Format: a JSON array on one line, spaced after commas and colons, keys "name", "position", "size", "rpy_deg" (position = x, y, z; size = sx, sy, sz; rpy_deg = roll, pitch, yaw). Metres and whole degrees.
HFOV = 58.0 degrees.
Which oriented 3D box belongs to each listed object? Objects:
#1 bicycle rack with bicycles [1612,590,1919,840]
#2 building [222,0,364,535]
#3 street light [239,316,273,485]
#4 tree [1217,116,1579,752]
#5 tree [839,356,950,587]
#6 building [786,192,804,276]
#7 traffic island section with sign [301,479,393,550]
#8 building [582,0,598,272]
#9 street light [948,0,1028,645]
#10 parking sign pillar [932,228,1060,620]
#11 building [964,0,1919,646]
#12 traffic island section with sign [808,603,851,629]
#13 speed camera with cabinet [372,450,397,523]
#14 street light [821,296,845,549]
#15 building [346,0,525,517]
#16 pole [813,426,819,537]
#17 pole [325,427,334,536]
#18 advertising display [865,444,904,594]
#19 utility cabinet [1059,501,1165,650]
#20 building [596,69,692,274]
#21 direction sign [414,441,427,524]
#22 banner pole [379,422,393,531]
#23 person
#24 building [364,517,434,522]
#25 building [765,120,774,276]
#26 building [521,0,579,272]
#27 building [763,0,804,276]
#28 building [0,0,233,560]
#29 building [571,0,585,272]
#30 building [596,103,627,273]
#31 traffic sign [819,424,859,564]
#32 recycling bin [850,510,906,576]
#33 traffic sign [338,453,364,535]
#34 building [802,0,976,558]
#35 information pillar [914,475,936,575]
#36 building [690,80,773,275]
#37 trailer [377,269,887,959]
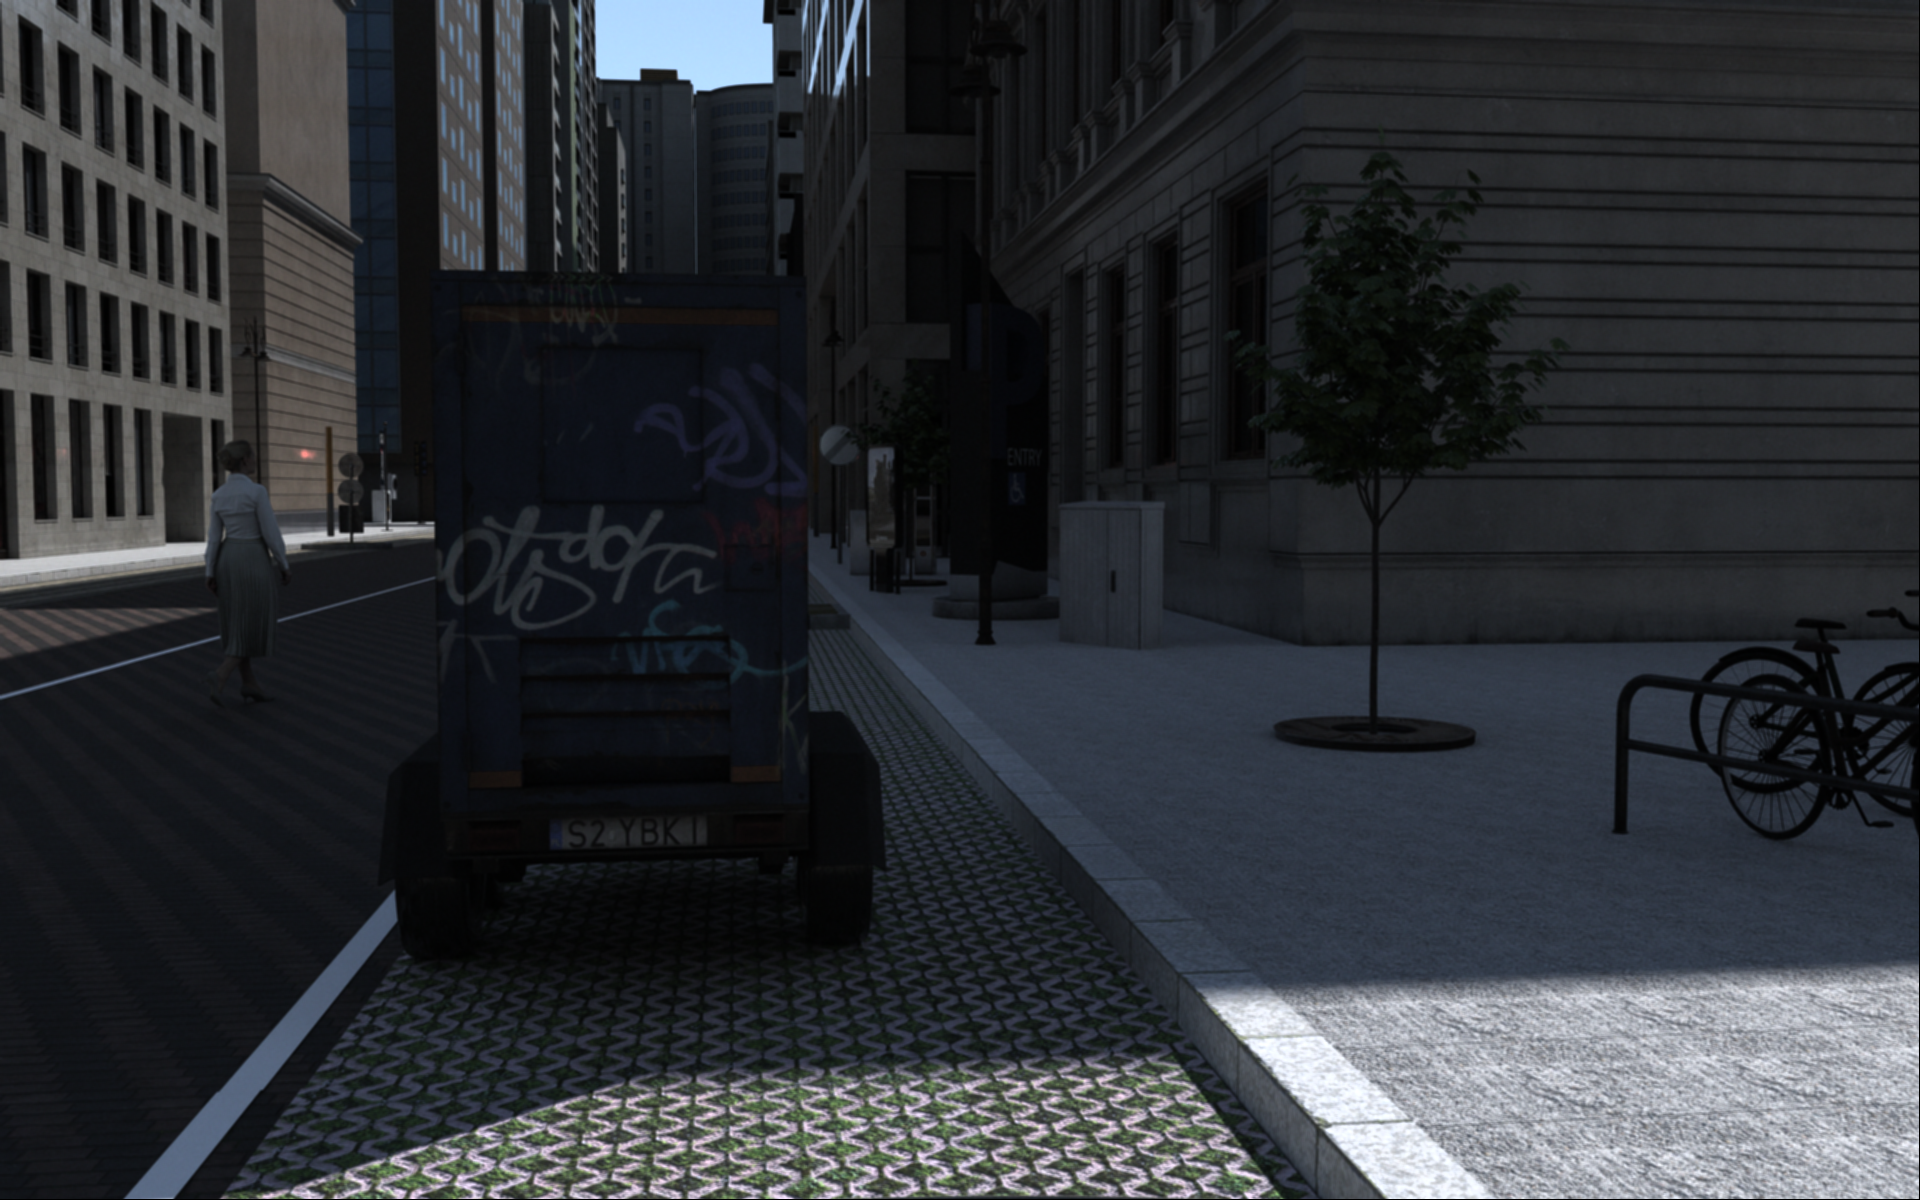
[{"name": "bicycle rack with bicycles", "position": [3.714, 0.436, 6.259], "size": [2.852, 0.926, 2.925], "rpy_deg": [-1, 4, -21]}, {"name": "building", "position": [-31.565, -16.610, 57.475], "size": [20.117, 28.700, 13.634], "rpy_deg": [0, 4, -7]}, {"name": "street light", "position": [-18.299, -4.425, 45.144], "size": [0.468, 5.910, 1.993], "rpy_deg": [0, 4, -7]}, {"name": "tree", "position": [2.054, -0.877, 8.949], "size": [1.663, 3.219, 1.824], "rpy_deg": [0, 3, 0]}, {"name": "tree", "position": [-0.579, -1.819, 24.336], "size": [1.663, 3.219, 1.824], "rpy_deg": [0, 3, 0]}, {"name": "building", "position": [-4.412, -17.046, 108.388], "size": [12.332, 23.373, 15.834], "rpy_deg": [0, 4, -7]}, {"name": "traffic island section with sign", "position": [-15.883, -2.226, 45.026], "size": [1.989, 1.847, 2.006], "rpy_deg": [0, 4, -7]}, {"name": "building", "position": [-48.113, -45.928, 189.177], "size": [20.563, 71.187, 20.611], "rpy_deg": [0, 4, -7]}, {"name": "street light", "position": [0.216, -2.558, 14.617], "size": [0.468, 5.910, 1.993], "rpy_deg": [0, 4, -7]}, {"name": "parking sign pillar", "position": [0.423, -1.817, 18.173], "size": [1.447, 3.967, 1.447], "rpy_deg": [2, 4, 33]}, {"name": "building", "position": [6.558, -11.499, 24.158], "size": [11.583, 22.565, 21.152], "rpy_deg": [0, 4, -7]}, {"name": "traffic island section with sign", "position": [-2.254, -0.638, 19.066], "size": [1.989, 1.847, 2.006], "rpy_deg": [0, 4, -7]}, {"name": "speed camera with cabinet", "position": [-25.482, -5.038, 76.701], "size": [0.660, 3.252, 2.038], "rpy_deg": [0, 4, -3]}, {"name": "street light", "position": [-2.976, -4.150, 40.648], "size": [0.468, 5.910, 1.993], "rpy_deg": [0, 4, -7]}, {"name": "building", "position": [-36.762, -28.402, 114.489], "size": [14.600, 45.320, 14.200], "rpy_deg": [0, 4, -7]}, {"name": "pole", "position": [-4.317, -3.553, 51.940], "size": [0.158, 3.312, 0.155], "rpy_deg": [0, 3, 0]}, {"name": "pole", "position": [-19.092, -3.585, 52.457], "size": [0.158, 3.312, 0.155], "rpy_deg": [0, 3, 0]}, {"name": "advertising display", "position": [-0.984, -1.060, 22.549], "size": [0.123, 1.923, 0.974], "rpy_deg": [-2, 4, -26]}, {"name": "utility cabinet", "position": [1.269, -0.216, 14.690], "size": [0.306, 1.237, 1.020], "rpy_deg": [-3, 4, -37]}, {"name": "building", "position": [-51.121, -42.835, 242.351], "size": [28.212, 58.520, 21.231], "rpy_deg": [0, 4, -7]}, {"name": "direction sign", "position": [-23.165, -5.041, 74.412], "size": [0.876, 3.537, 0.379], "rpy_deg": [3, 4, 39]}, {"name": "banner pole", "position": [-19.964, -4.282, 60.028], "size": [0.401, 3.779, 0.863], "rpy_deg": [0, 4, -1]}, {"name": "person", "position": [-4.883, -0.183, 11.721], "size": [0.478, 1.798, 0.641], "rpy_deg": [2, 4, 28]}, {"name": "building", "position": [-31.384, -26.553, 84.247], "size": [14.600, 45.320, 14.200], "rpy_deg": [0, 4, -7]}, {"name": "building", "position": [-13.232, -36.212, 215.775], "size": [21.300, 48.544, 21.600], "rpy_deg": [0, 4, -7]}, {"name": "building", "position": [-37.908, -27.716, 136.749], "size": [14.154, 41.232, 14.086], "rpy_deg": [0, 4, -7]}, {"name": "building", "position": [-4.298, -35.395, 167.943], "size": [28.713, 52.752, 27.495], "rpy_deg": [0, 4, -7]}, {"name": "building", "position": [-24.480, -11.279, 39.169], "size": [10.420, 20.320, 16.860], "rpy_deg": [0, 4, -7]}, {"name": "building", "position": [-45.673, -51.929, 161.718], "size": [22.319, 86.520, 31.000], "rpy_deg": [0, 4, -7]}, {"name": "building", "position": [-51.876, -35.914, 210.890], "size": [21.600, 48.544, 21.300], "rpy_deg": [0, 4, -7]}, {"name": "traffic sign", "position": [-2.207, -1.937, 31.783], "size": [0.768, 2.556, 0.104], "rpy_deg": [0, 4, -7]}, {"name": "recycling bin", "position": [-1.304, -0.919, 27.580], "size": [0.722, 1.027, 0.722], "rpy_deg": [1, 4, 17]}, {"name": "traffic sign", "position": [-19.093, -3.316, 54.326], "size": [0.768, 2.556, 0.104], "rpy_deg": [0, 4, -6]}, {"name": "building", "position": [5.594, -15.121, 51.742], "size": [19.350, 26.468, 34.151], "rpy_deg": [0, 4, -7]}, {"name": "information pillar", "position": [-0.552, -1.411, 27.560], "size": [0.304, 2.012, 0.304], "rpy_deg": [1, 4, 12]}, {"name": "building", "position": [-23.131, -43.051, 245.880], "size": [28.212, 58.520, 21.231], "rpy_deg": [0, 4, -7]}, {"name": "trailer", "position": [-1.148, 0.038, 6.435], "size": [1.471, 1.999, 3.904], "rpy_deg": [-1, 4, -8]}]
